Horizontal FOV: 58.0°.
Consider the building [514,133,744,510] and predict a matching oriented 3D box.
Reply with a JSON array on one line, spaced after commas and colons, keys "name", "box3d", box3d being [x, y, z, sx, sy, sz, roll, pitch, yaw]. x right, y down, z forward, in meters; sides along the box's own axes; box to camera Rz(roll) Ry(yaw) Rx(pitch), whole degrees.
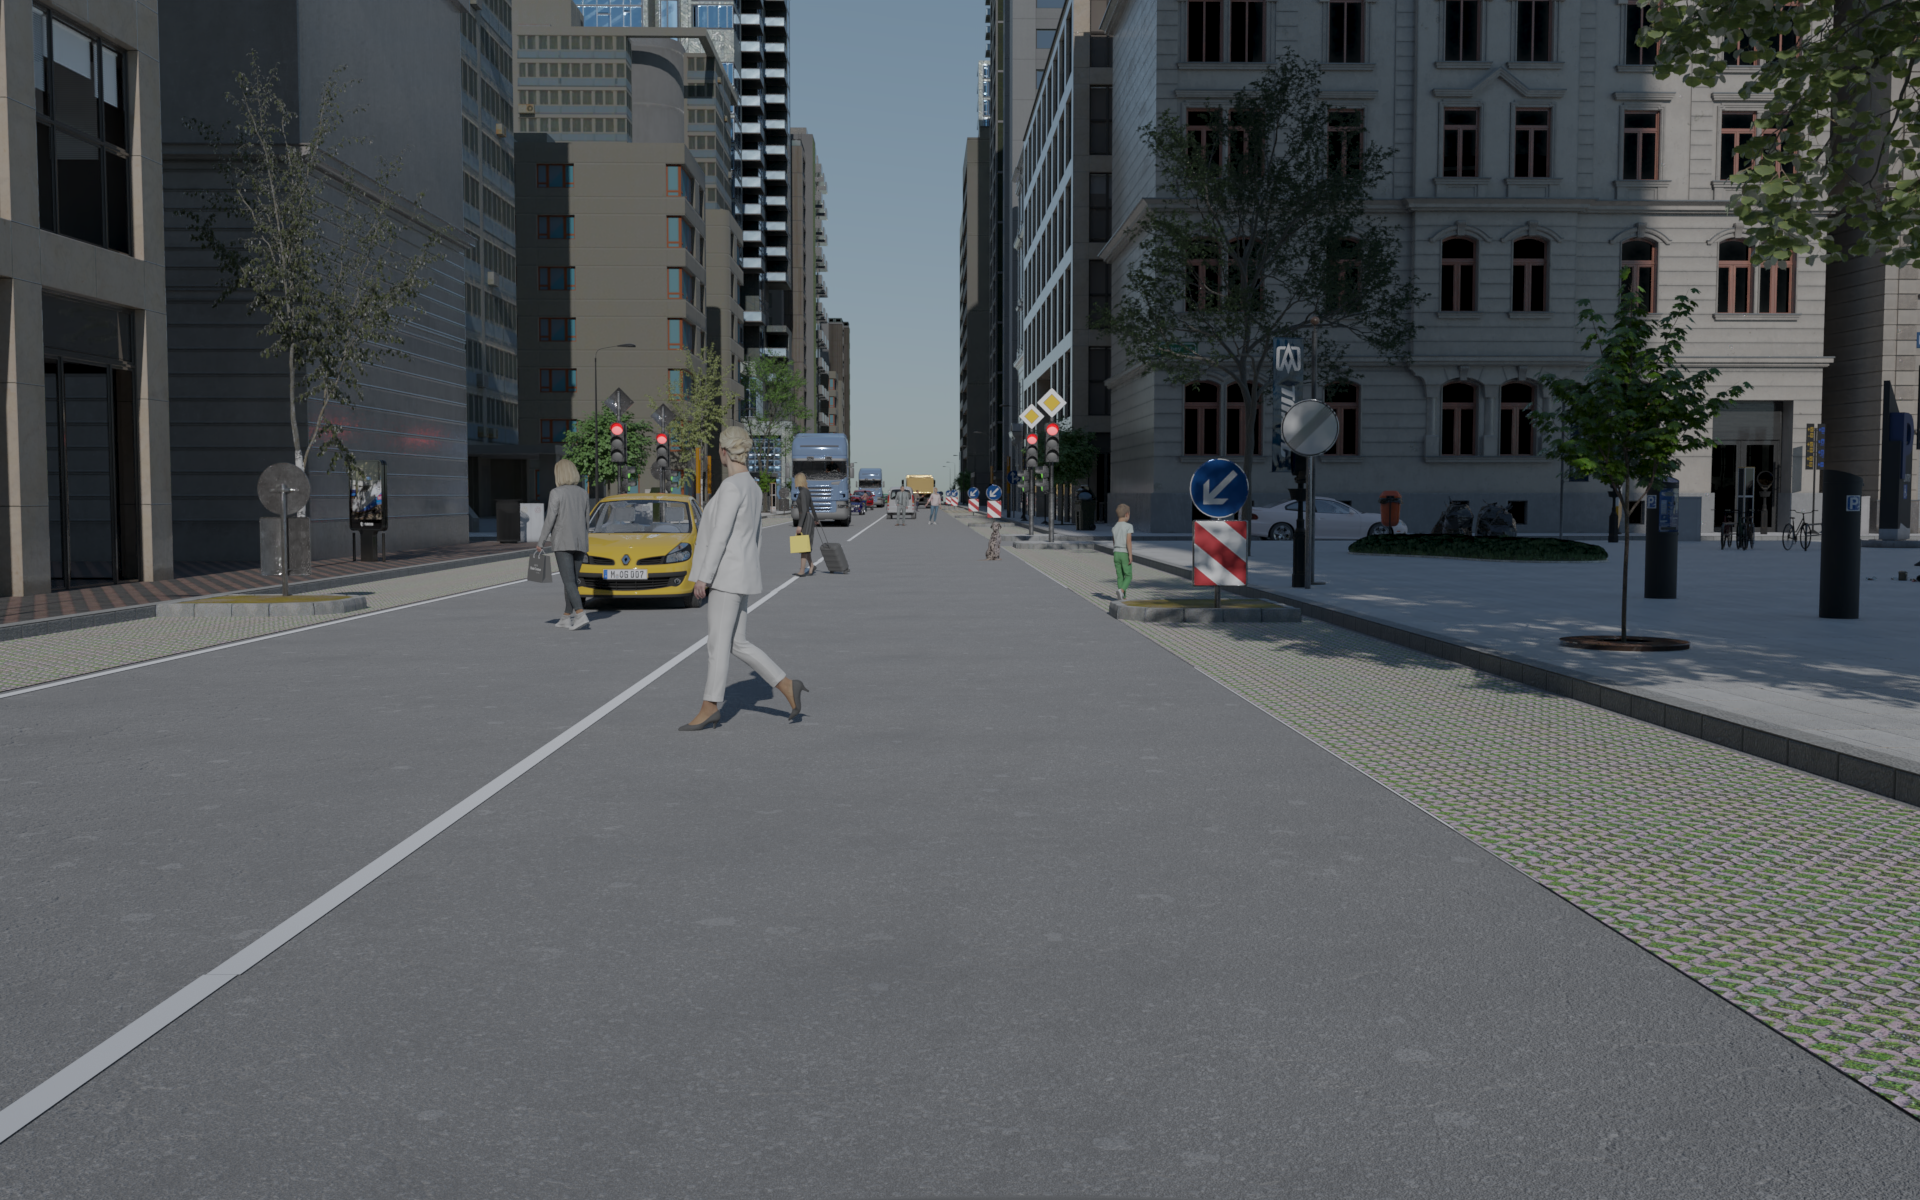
[{"name": "building", "box3d": [-27.732, -15.572, 99.645, 27.650, 21.520, 28.899, 0, 4, -1]}]

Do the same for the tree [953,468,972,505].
[{"name": "tree", "box3d": [0.730, -13.983, 212.335, 4.285, 4.588, 4.351, 0, 3, 0]}]

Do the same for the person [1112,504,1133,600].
[{"name": "person", "box3d": [2.094, -0.588, 22.368, 0.306, 1.304, 0.590, 1, 4, 20]}]

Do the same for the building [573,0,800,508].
[{"name": "building", "box3d": [-26.413, -52.224, 166.531, 22.319, 86.520, 31.000, 0, 4, -1]}]

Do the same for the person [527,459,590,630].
[{"name": "person", "box3d": [-4.193, -0.588, 18.305, 0.728, 1.800, 0.709, 3, 5, 44]}]

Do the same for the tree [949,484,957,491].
[{"name": "tree", "box3d": [-0.910, -17.054, 273.426, 1.663, 3.219, 1.824, 0, 3, 0]}]

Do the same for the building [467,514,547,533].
[{"name": "building", "box3d": [-30.398, -22.797, 64.614, 32.217, 40.220, 23.993, 0, 4, -1]}]

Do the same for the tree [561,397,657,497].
[{"name": "tree", "box3d": [-11.777, -4.576, 58.527, 4.285, 4.588, 4.351, 0, 3, 0]}]

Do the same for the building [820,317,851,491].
[{"name": "building", "box3d": [-24.969, -31.035, 279.130, 14.160, 30.474, 14.107, 0, 4, -1]}]

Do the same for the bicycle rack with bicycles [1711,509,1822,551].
[{"name": "bicycle rack with bicycles", "box3d": [18.597, -1.629, 40.009, 2.852, 0.926, 2.925, 3, 4, 38]}]

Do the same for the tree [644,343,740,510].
[{"name": "tree", "box3d": [-12.715, -8.136, 83.390, 4.737, 8.622, 4.395, 0, 3, 0]}]

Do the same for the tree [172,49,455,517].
[{"name": "tree", "box3d": [-11.118, -4.851, 29.671, 4.360, 8.622, 3.978, 0, 3, 0]}]

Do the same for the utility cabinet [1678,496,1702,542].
[{"name": "utility cabinet", "box3d": [19.571, -2.195, 47.053, 1.020, 1.237, 0.306, 1, 4, 15]}]

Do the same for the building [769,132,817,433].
[{"name": "building", "box3d": [-23.268, -31.032, 190.963, 14.154, 41.232, 14.086, 0, 4, -1]}]

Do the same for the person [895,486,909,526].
[{"name": "person", "box3d": [-2.632, -4.263, 78.304, 0.635, 1.810, 0.391, 0, 4, -2]}]

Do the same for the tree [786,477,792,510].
[{"name": "tree", "box3d": [-13.613, -9.015, 142.004, 1.663, 3.219, 1.824, 0, 3, 0]}]

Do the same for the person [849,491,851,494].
[{"name": "person", "box3d": [-12.671, -11.681, 199.452, 1.348, 1.831, 0.705, 1, 4, 21]}]

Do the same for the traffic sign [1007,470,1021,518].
[{"name": "traffic sign", "box3d": [2.910, -5.709, 93.453, 0.768, 2.556, 0.104, 0, 4, -1]}]

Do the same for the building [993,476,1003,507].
[{"name": "building", "box3d": [19.383, -29.347, 171.698, 32.217, 40.220, 23.993, 0, 4, -1]}]

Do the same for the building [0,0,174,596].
[{"name": "building", "box3d": [-21.014, -12.450, 8.080, 19.350, 26.468, 34.151, 0, 4, -1]}]

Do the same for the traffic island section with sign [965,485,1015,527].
[{"name": "traffic island section with sign", "box3d": [1.356, -4.129, 76.131, 1.989, 1.847, 2.006, 0, 4, -1]}]

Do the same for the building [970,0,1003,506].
[{"name": "building", "box3d": [11.755, -46.152, 192.836, 20.563, 71.187, 20.611, 0, 4, -1]}]

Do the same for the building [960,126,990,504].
[{"name": "building", "box3d": [11.268, -36.750, 224.563, 21.300, 48.544, 21.600, 0, 4, -1]}]

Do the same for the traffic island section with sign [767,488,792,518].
[{"name": "traffic island section with sign", "box3d": [-10.468, -5.806, 103.552, 1.989, 1.847, 2.006, 0, 4, -1]}]

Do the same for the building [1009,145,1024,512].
[{"name": "building", "box3d": [10.684, -20.366, 118.880, 13.634, 28.700, 20.117, 0, 4, -1]}]

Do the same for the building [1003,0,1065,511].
[{"name": "building", "box3d": [14.097, -36.877, 144.943, 21.231, 58.520, 28.212, 0, 4, -1]}]

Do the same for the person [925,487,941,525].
[{"name": "person", "box3d": [-1.306, -4.418, 81.411, 0.731, 1.740, 0.598, -2, 4, -26]}]

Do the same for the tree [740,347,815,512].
[{"name": "tree", "box3d": [-14.088, -12.116, 123.852, 9.928, 11.665, 9.643, 0, 3, 0]}]

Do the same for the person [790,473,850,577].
[{"name": "person", "box3d": [-2.484, -1.324, 30.364, 0.699, 1.804, 1.509, 3, 5, 40]}]

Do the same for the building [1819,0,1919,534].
[{"name": "building", "box3d": [41.556, -16.132, 61.021, 25.104, 27.353, 12.463, 0, 4, -1]}]

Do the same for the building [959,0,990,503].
[{"name": "building", "box3d": [11.398, -57.325, 249.927, 22.319, 86.520, 31.000, 0, 4, -1]}]

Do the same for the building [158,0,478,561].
[{"name": "building", "box3d": [-24.079, -11.998, 37.965, 24.055, 21.916, 13.314, 0, 4, -1]}]

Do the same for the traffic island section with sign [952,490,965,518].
[{"name": "traffic island section with sign", "box3d": [0.675, -5.786, 103.230, 1.989, 1.847, 2.006, 0, 4, -1]}]

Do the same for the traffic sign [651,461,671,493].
[{"name": "traffic sign", "box3d": [-11.139, -3.937, 64.480, 0.768, 2.556, 0.104, 0, 4, 3]}]

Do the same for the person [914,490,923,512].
[{"name": "person", "box3d": [-3.377, -8.143, 142.174, 0.750, 1.759, 0.617, -1, 4, -21]}]

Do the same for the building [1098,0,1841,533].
[{"name": "building", "box3d": [17.187, -16.809, 62.211, 23.554, 28.519, 14.401, 0, 4, -1]}]

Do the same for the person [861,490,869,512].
[{"name": "person", "box3d": [-7.709, -7.968, 139.488, 0.721, 1.736, 1.217, 2, 4, 31]}]

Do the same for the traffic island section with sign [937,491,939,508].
[{"name": "traffic island section with sign", "box3d": [-1.309, -10.540, 180.955, 1.989, 1.847, 2.006, 0, 4, -1]}]

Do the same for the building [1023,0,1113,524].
[{"name": "building", "box3d": [13.997, -17.551, 91.476, 19.350, 26.468, 34.151, 0, 4, -1]}]

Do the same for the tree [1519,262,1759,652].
[{"name": "tree", "box3d": [5.596, -1.226, 14.644, 1.663, 3.219, 1.824, 0, 3, 0]}]

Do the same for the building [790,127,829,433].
[{"name": "building", "box3d": [-28.801, -37.172, 227.365, 23.786, 49.044, 30.456, 0, 4, -1]}]

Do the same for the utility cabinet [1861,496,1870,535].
[{"name": "utility cabinet", "box3d": [28.706, -2.681, 55.002, 0.306, 1.237, 1.020, 2, 4, 27]}]

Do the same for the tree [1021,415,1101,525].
[{"name": "tree", "box3d": [4.163, -5.384, 71.749, 4.285, 4.588, 4.351, 0, 3, 0]}]

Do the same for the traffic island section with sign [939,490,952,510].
[{"name": "traffic island section with sign", "box3d": [-0.626, -8.892, 154.008, 1.989, 1.847, 2.006, 0, 4, -1]}]

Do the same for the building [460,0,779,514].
[{"name": "building", "box3d": [-31.364, -27.397, 139.815, 32.217, 40.220, 23.993, 0, 4, -1]}]

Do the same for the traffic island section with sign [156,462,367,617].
[{"name": "traffic island section with sign", "box3d": [-8.367, -0.759, 21.033, 1.989, 1.847, 2.006, 0, 4, -1]}]

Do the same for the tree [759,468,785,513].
[{"name": "tree", "box3d": [-13.408, -7.575, 118.450, 1.663, 3.219, 1.824, 0, 3, 0]}]

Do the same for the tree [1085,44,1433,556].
[{"name": "tree", "box3d": [6.199, -6.182, 35.494, 7.601, 10.594, 8.767, -1, 4, -17]}]

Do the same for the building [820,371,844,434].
[{"name": "building", "box3d": [-31.660, -25.243, 257.764, 27.650, 21.520, 28.899, 0, 4, -1]}]

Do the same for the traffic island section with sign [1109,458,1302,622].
[{"name": "traffic island section with sign", "box3d": [2.776, -0.704, 20.143, 1.989, 1.847, 2.006, 0, 4, -1]}]

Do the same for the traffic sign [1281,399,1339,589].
[{"name": "traffic sign", "box3d": [4.709, -1.423, 23.375, 0.768, 2.556, 0.104, 0, 4, 7]}]

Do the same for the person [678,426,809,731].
[{"name": "person", "box3d": [-1.318, -0.134, 10.562, 0.818, 1.842, 0.514, -1, 4, -13]}]

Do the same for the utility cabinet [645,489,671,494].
[{"name": "utility cabinet", "box3d": [-14.126, -4.424, 81.019, 1.173, 1.500, 0.318, 1, 4, 17]}]

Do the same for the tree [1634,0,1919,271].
[{"name": "tree", "box3d": [6.569, -5.437, 7.023, 7.486, 12.596, 7.792, 0, 3, 0]}]
